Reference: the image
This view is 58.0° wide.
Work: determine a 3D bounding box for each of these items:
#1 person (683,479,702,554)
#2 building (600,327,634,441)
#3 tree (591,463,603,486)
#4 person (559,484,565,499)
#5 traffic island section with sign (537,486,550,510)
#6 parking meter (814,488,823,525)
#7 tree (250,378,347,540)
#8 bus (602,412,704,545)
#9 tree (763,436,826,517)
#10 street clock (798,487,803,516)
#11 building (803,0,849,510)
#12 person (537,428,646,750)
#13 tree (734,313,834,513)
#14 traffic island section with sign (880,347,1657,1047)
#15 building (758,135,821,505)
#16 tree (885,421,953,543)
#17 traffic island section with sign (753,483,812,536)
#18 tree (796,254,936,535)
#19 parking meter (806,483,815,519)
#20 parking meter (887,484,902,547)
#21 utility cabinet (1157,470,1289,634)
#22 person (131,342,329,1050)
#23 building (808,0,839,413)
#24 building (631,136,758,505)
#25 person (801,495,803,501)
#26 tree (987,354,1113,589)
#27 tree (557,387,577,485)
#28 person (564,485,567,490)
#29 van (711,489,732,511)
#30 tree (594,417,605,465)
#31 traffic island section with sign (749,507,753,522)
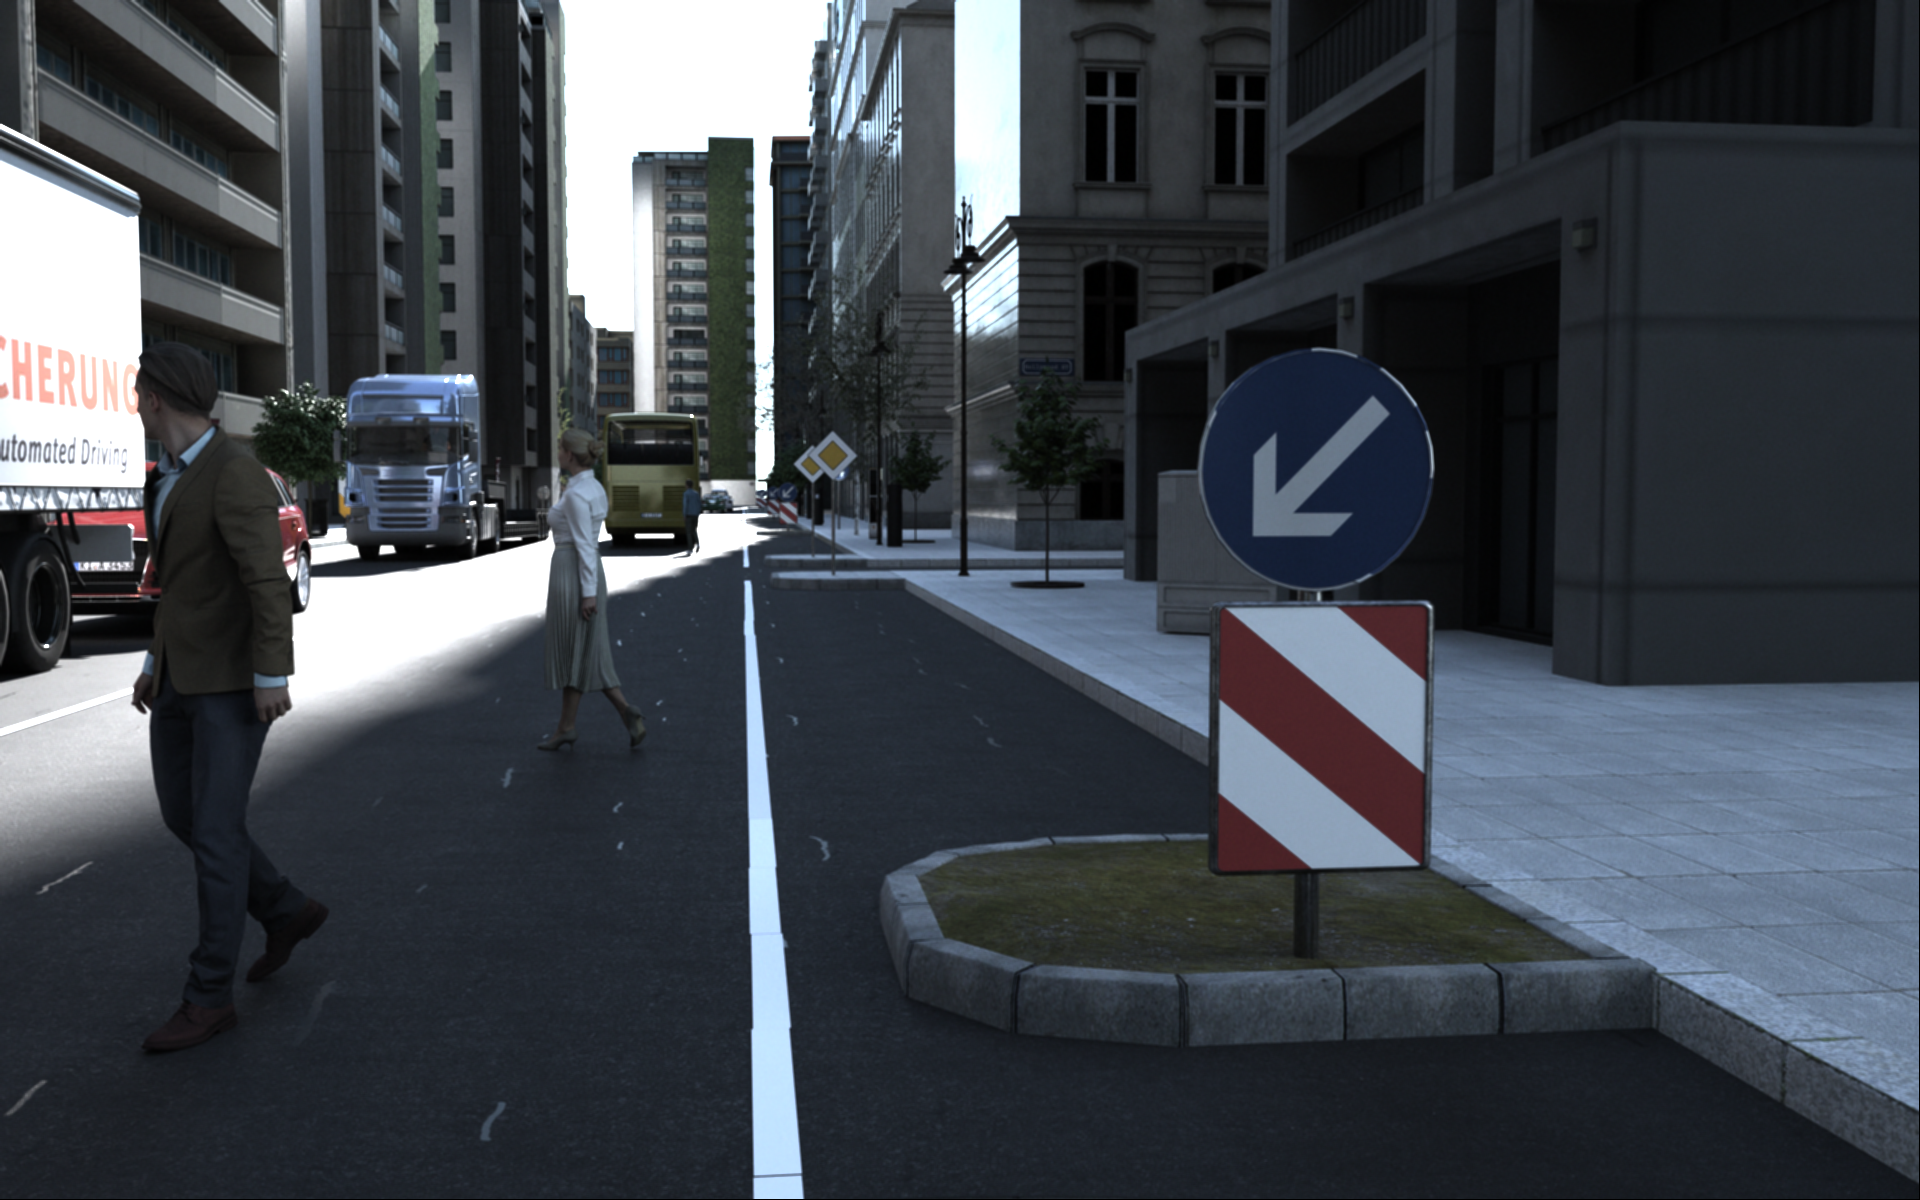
[{"bbox_3d":[-6.415,-1.994,41.447,0.601,1.785,0.444,-3,5,-41],"label":"person"},{"bbox_3d":[-52.629,-21.946,203.856,28.899,21.520,27.650,0,4,-7],"label":"building"},{"bbox_3d":[-31.681,-10.500,155.382,4.285,4.588,4.351,0,3,0],"label":"tree"},{"bbox_3d":[-16.177,-3.831,70.912,0.659,1.850,0.755,1,4,22],"label":"person"},{"bbox_3d":[-20.742,-4.757,86.406,1.989,1.847,2.006,0,4,-7],"label":"traffic island section with sign"},{"bbox_3d":[-5.836,-3.846,71.288,0.372,1.533,0.369,0,3,0],"label":"parking meter"},{"bbox_3d":[-18.446,-3.995,49.036,4.285,4.588,4.351,0,3,0],"label":"tree"},{"bbox_3d":[-9.079,-3.679,51.704,2.896,3.916,12.252,-1,4,-9],"label":"bus"},{"bbox_3d":[-9.022,-7.035,98.733,4.285,4.588,4.351,0,3,0],"label":"tree"},{"bbox_3d":[-9.525,-6.036,103.254,0.471,2.002,0.358,0,4,-1],"label":"street clock"},{"bbox_3d":[-0.892,-50.440,137.370,22.319,86.520,31.000,0,4,-7],"label":"building"},{"bbox_3d":[-2.063,-0.059,9.684,0.641,1.798,0.478,1,4,15],"label":"person"},{"bbox_3d":[-10.078,-12.608,116.510,12.009,13.543,11.850,0,3,0],"label":"tree"},{"bbox_3d":[0.771,0.194,5.464,1.989,1.847,2.006,0,4,-7],"label":"traffic island section with sign"},{"bbox_3d":[-9.739,-33.752,206.470,28.867,44.769,22.147,0,4,-7],"label":"building"},{"bbox_3d":[-1.241,-3.137,45.897,1.663,3.219,1.824,0,3,0],"label":"tree"},{"bbox_3d":[-6.115,-3.163,60.343,1.989,1.847,2.006,0,4,-7],"label":"traffic island section with sign"},{"bbox_3d":[-3.007,-6.347,54.136,4.360,8.622,3.978,0,3,0],"label":"tree"},{"bbox_3d":[-7.706,-5.119,89.400,0.399,1.863,0.255,-3,5,-42],"label":"parking meter"},{"bbox_3d":[-1.591,-2.065,42.179,0.372,1.533,0.369,0,3,0],"label":"parking meter"},{"bbox_3d":[2.375,-0.428,15.683,1.173,1.500,0.318,2,4,33],"label":"utility cabinet"},{"bbox_3d":[-2.064,0.222,4.785,0.656,1.842,0.836,1,4,12],"label":"person"},{"bbox_3d":[-3.396,-33.642,169.650,23.786,49.044,30.456,0,4,-7],"label":"building"},{"bbox_3d":[-30.640,-31.623,200.633,14.086,41.232,14.154,0,4,-7],"label":"building"},{"bbox_3d":[-17.159,-11.075,190.520,0.436,1.711,0.756,2,4,32],"label":"person"},{"bbox_3d":[1.097,-1.789,23.852,1.663,3.219,1.824,0,3,0],"label":"tree"},{"bbox_3d":[-26.454,-9.880,111.897,4.360,8.622,3.978,0,3,0],"label":"tree"},{"bbox_3d":[-15.827,-3.719,69.505,0.583,1.804,0.606,-3,5,-41],"label":"person"},{"bbox_3d":[-20.797,-8.749,150.052,2.013,2.044,4.112,0,4,-6],"label":"van"},{"bbox_3d":[-33.045,-13.103,164.595,4.737,8.622,4.395,0,3,0],"label":"tree"},{"bbox_3d":[-9.584,-4.852,87.966,1.989,1.847,2.006,0,4,-7],"label":"traffic island section with sign"}]
